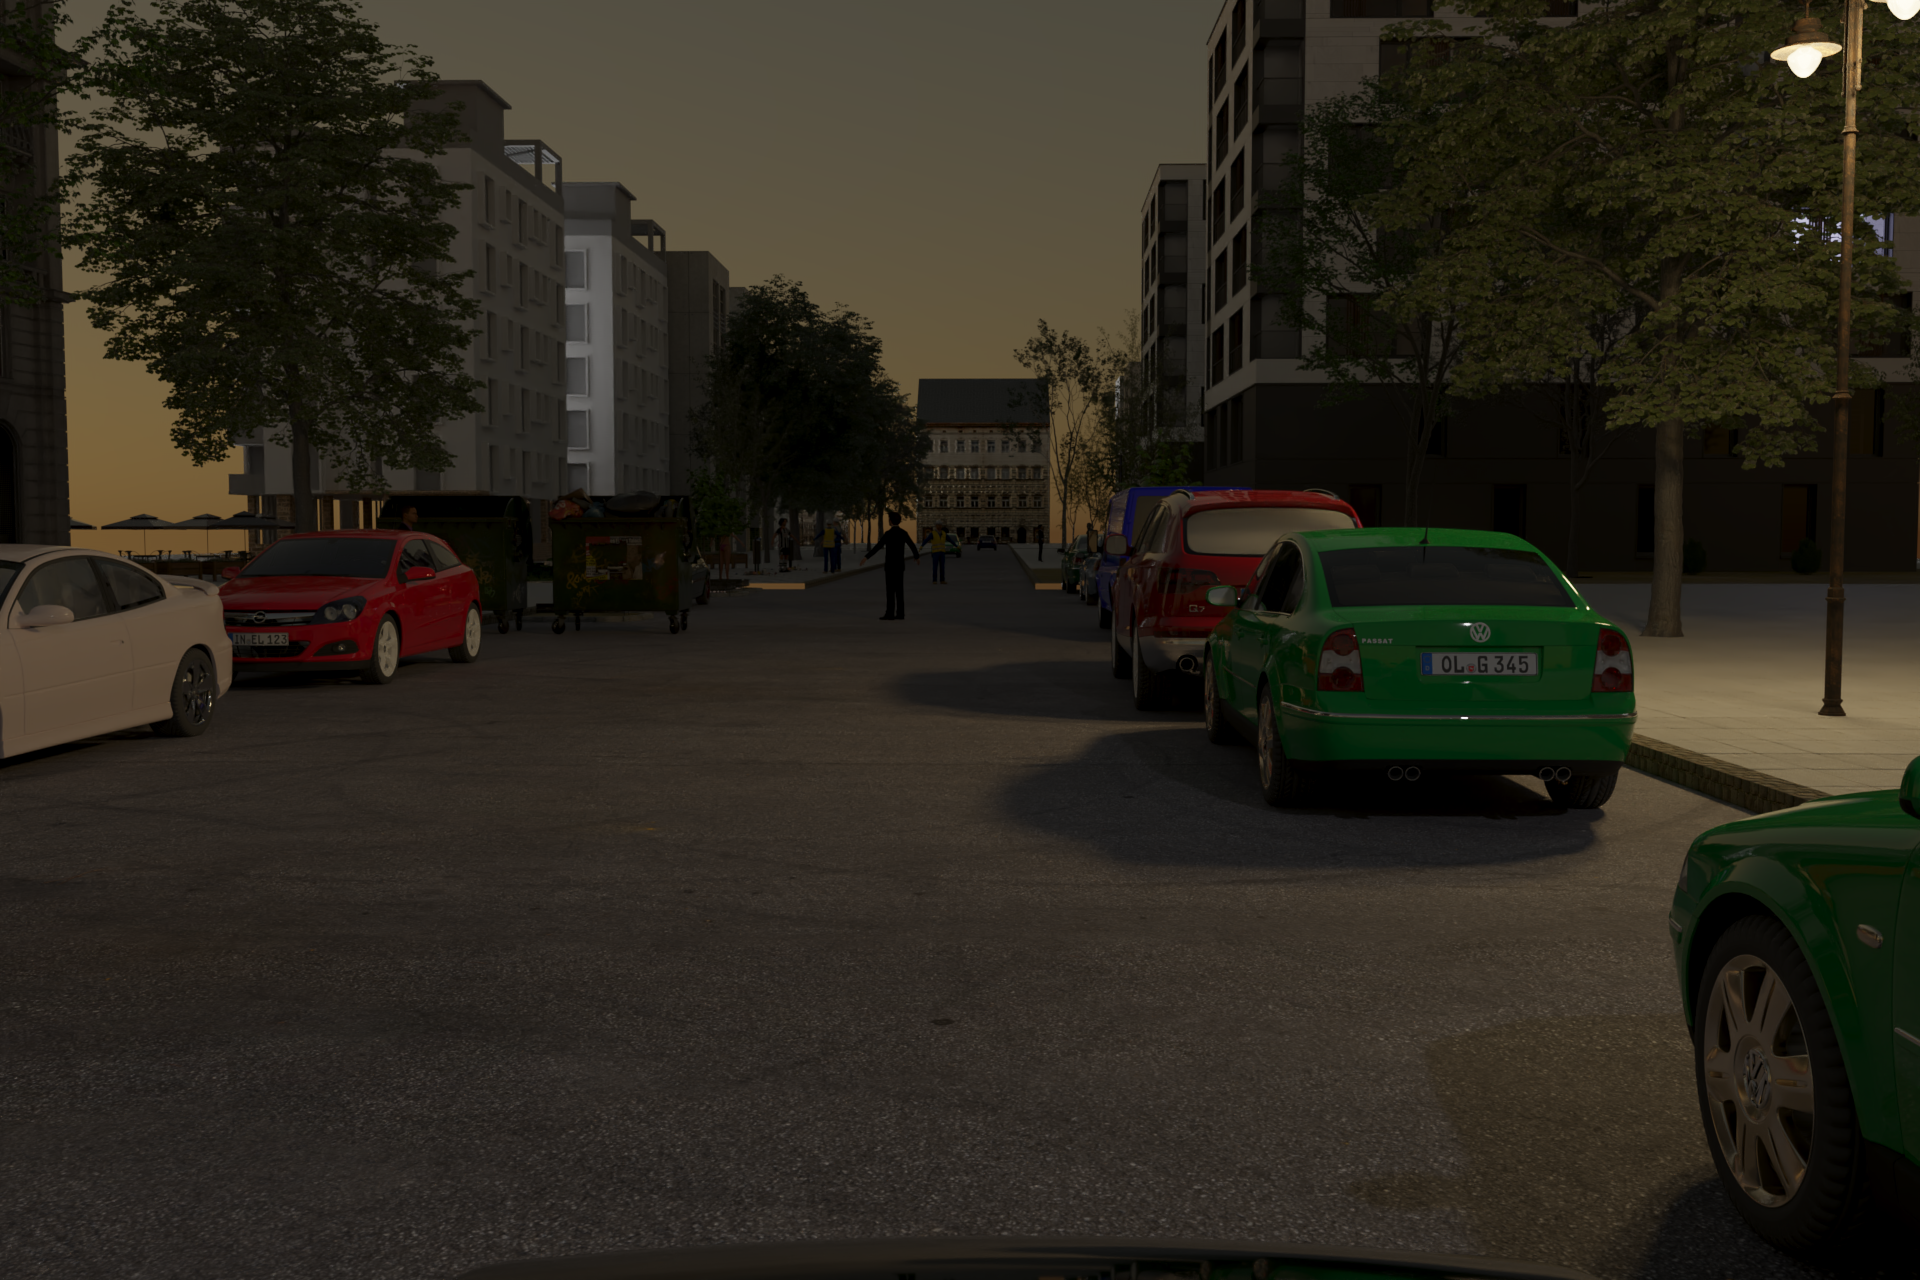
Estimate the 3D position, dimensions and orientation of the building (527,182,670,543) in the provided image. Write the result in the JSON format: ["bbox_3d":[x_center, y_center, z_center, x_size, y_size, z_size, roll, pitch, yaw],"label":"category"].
[{"bbox_3d":[-23.280,-14.566,94.566,16.016,20.090,11.380,0,4,1],"label":"building"}]

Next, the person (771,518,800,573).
[{"bbox_3d":[-5.875,-3.166,57.906,0.704,1.843,1.345,3,4,38],"label":"person"}]

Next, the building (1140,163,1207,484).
[{"bbox_3d":[25.444,-16.376,111.725,27.936,21.610,32.646,0,4,2],"label":"building"}]

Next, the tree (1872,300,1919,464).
[{"bbox_3d":[28.085,-6.044,49.189,4.737,8.622,4.395,0,3,0],"label":"tree"}]

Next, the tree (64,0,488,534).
[{"bbox_3d":[-12.864,-6.993,32.455,7.486,12.596,7.792,0,3,0],"label":"tree"}]

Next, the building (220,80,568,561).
[{"bbox_3d":[-24.862,-13.292,73.738,16.016,20.090,11.380,0,4,1],"label":"building"}]

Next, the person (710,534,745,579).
[{"bbox_3d":[-6.276,-2.432,46.564,1.217,1.733,0.721,2,4,33],"label":"person"}]

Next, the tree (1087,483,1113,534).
[{"bbox_3d":[19.638,-17.694,239.656,4.737,8.622,4.395,0,3,0],"label":"tree"}]

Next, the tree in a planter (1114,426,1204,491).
[{"bbox_3d":[3.383,-1.931,28.802,1.991,3.239,1.994,0,4,2],"label":"tree in a planter"}]

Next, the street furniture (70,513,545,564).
[{"bbox_3d":[-28.018,-3.455,61.520,27.439,1.986,14.083,-1,4,-8],"label":"street furniture"}]

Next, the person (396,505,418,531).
[{"bbox_3d":[-7.009,-0.821,22.106,0.704,1.802,1.346,0,4,-3],"label":"person"}]

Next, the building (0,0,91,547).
[{"bbox_3d":[-31.122,-11.981,36.546,13.314,22.015,24.055,0,4,2],"label":"building"}]

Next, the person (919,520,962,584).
[{"bbox_3d":[-0.595,-2.515,49.546,1.349,1.833,0.705,-2,4,-25],"label":"person"}]

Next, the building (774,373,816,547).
[{"bbox_3d":[-25.193,-21.507,182.569,19.493,23.208,18.063,0,4,2],"label":"building"}]

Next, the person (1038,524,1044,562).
[{"bbox_3d":[3.809,-4.489,80.115,0.721,1.740,1.216,0,4,1],"label":"person"}]

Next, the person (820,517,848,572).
[{"bbox_3d":[-4.215,-3.232,58.704,0.705,1.847,1.347,3,4,37],"label":"person"}]

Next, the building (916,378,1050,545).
[{"bbox_3d":[3.293,-25.045,242.871,18.063,23.208,19.493,0,4,1],"label":"building"}]

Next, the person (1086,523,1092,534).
[{"bbox_3d":[5.961,-4.539,80.334,0.705,1.813,1.348,2,4,23],"label":"person"}]

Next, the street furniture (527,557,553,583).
[{"bbox_3d":[-12.806,-1.897,46.641,10.072,0.657,5.734,-2,4,-34],"label":"street furniture"}]

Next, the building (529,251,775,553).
[{"bbox_3d":[-23.720,-15.771,124.307,16.747,18.905,31.486,0,4,1],"label":"building"}]

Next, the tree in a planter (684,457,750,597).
[{"bbox_3d":[-5.965,-2.631,40.246,1.991,3.239,1.994,0,4,2],"label":"tree in a planter"}]

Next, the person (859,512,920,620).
[{"bbox_3d":[-1.115,-1.242,28.950,0.705,1.806,1.347,3,5,44],"label":"person"}]

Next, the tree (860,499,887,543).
[{"bbox_3d":[-13.844,-19.368,242.426,9.928,11.665,9.643,0,3,0],"label":"tree"}]

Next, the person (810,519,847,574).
[{"bbox_3d":[-4.275,-3.050,56.335,1.216,1.772,0.721,-1,4,-16],"label":"person"}]

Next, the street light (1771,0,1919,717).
[{"bbox_3d":[6.175,-2.403,12.083,0.468,5.910,1.993,0,4,1],"label":"street light"}]

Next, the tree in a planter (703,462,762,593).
[{"bbox_3d":[-5.958,-2.789,42.829,1.991,3.239,1.994,0,4,2],"label":"tree in a planter"}]

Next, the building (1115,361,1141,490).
[{"bbox_3d":[25.961,-19.529,185.754,16.747,18.905,31.486,0,4,2],"label":"building"}]

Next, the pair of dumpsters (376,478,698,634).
[{"bbox_3d":[-6.113,-1.236,25.154,4.436,2.255,1.574,0,4,1],"label":"pair of dumpsters"}]

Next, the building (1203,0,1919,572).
[{"bbox_3d":[24.228,-14.103,74.554,27.936,21.610,32.646,0,4,1],"label":"building"}]

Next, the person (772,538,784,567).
[{"bbox_3d":[-7.103,-3.614,68.350,0.599,1.433,0.991,2,4,30],"label":"person"}]

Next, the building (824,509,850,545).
[{"bbox_3d":[-23.462,-23.130,209.107,19.493,23.208,18.063,0,4,2],"label":"building"}]

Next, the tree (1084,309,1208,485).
[{"bbox_3d":[6.168,-6.494,56.539,4.360,8.622,3.978,0,3,0],"label":"tree"}]

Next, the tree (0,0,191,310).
[{"bbox_3d":[-11.832,-5.638,17.943,9.928,11.665,9.643,0,3,0],"label":"tree"}]
